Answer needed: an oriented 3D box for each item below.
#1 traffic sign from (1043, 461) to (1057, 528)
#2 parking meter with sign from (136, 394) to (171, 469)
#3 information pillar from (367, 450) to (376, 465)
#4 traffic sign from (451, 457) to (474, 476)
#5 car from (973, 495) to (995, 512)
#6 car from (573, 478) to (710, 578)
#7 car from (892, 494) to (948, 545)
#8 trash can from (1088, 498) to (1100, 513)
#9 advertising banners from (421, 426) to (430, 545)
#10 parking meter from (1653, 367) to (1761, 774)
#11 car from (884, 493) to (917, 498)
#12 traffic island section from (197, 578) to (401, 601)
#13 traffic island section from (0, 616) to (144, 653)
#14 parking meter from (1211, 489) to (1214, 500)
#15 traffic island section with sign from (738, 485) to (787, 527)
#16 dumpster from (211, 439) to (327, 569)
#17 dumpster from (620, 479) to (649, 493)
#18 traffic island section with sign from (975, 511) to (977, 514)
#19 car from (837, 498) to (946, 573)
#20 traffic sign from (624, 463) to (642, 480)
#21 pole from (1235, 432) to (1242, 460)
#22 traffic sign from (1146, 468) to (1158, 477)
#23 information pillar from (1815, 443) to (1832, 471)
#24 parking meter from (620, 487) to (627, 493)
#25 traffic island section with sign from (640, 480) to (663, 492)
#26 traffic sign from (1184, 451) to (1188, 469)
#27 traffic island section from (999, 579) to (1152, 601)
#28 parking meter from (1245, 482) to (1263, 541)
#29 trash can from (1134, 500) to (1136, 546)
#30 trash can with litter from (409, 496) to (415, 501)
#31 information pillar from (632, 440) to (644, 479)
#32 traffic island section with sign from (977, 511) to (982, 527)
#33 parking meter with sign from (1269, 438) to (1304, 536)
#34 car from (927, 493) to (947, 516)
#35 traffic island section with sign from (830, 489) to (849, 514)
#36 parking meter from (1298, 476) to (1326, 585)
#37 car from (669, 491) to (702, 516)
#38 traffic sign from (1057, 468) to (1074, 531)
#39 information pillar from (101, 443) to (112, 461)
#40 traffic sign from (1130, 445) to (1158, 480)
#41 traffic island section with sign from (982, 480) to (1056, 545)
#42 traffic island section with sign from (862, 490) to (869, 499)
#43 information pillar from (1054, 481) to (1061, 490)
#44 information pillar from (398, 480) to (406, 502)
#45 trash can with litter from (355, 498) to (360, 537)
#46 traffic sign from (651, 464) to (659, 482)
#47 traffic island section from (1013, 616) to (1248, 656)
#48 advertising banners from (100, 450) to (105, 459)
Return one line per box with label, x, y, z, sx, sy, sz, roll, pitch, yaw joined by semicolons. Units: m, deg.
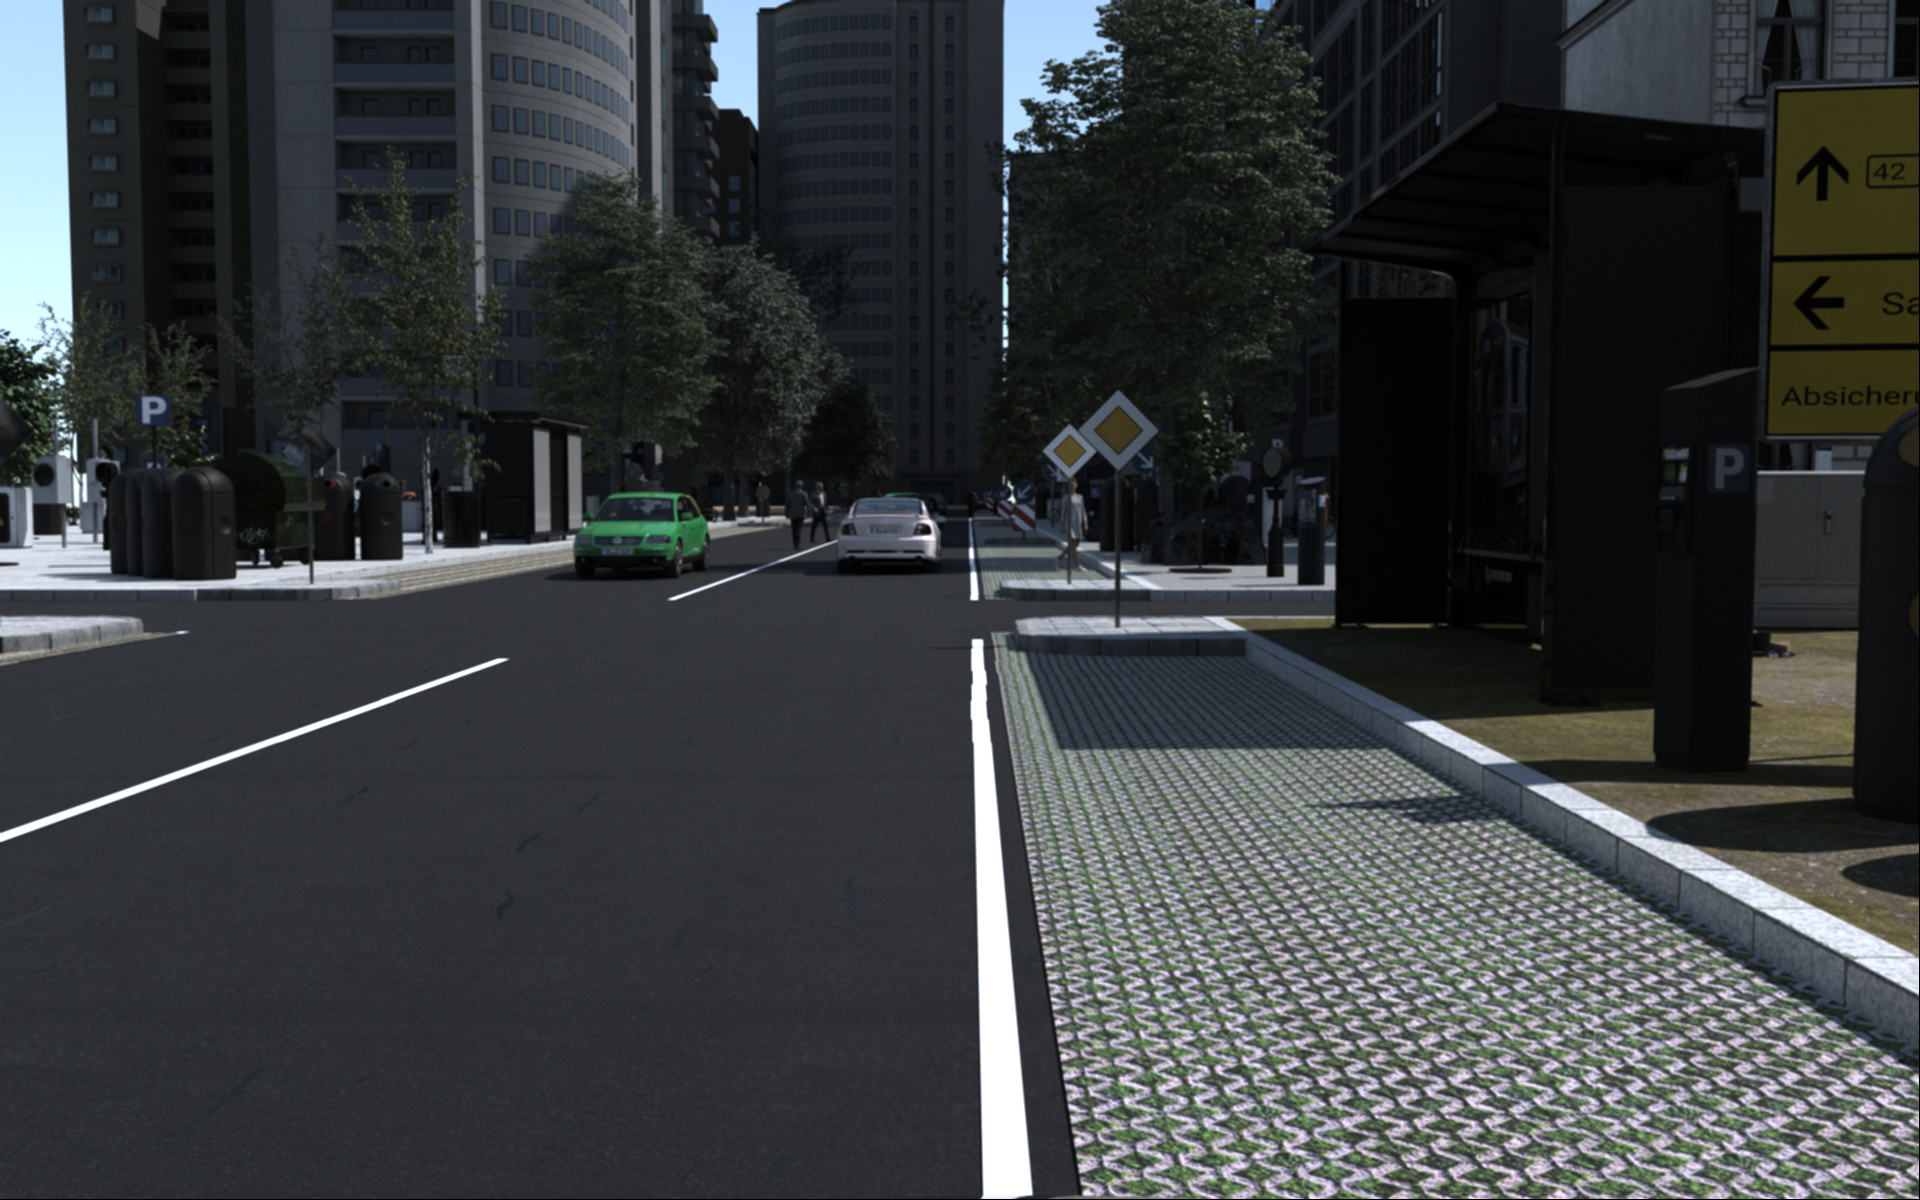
traffic sign;3.518;-4.000;65.510;0.768;2.556;0.104;1;4;10
parking meter with sign;-14.484;-2.137;31.194;0.543;3.016;1.738;-2;4;-24
information pillar;-31.029;-6.121;91.425;0.504;3.616;0.183;1;4;17
traffic sign;-14.618;-3.127;51.128;0.884;2.594;0.081;1;4;9
car;1.886;-7.594;136.738;1.945;1.354;3.894;0;4;-1
car;-5.635;-1.356;30.975;1.959;1.807;4.718;0;4;1
car;-1.346;-2.452;49.878;2.009;1.686;4.222;0;4;-1
trash can;4.831;-3.047;61.465;0.748;1.137;0.748;0;3;0
advertising banners;-13.600;-2.932;44.118;0.090;3.025;2.074;-1;4;-12
parking meter;3.457;-0.143;8.046;0.399;1.863;0.255;-1;4;-16
car;-1.982;-3.210;61.280;1.959;1.807;4.718;0;4;0
traffic island section;-9.267;-0.148;24.703;2.009;0.180;2.903;0;4;0
traffic island section;-9.307;0.340;16.718;2.009;0.180;2.903;0;4;0
parking meter;12.879;-4.939;89.158;0.372;1.533;0.369;0;3;0
traffic island section with sign;-8.674;-4.145;76.405;1.989;1.847;2.006;0;4;0
dumpster;-12.244;-1.712;30.483;1.502;2.255;1.985;0;4;0
dumpster;-12.474;-3.770;67.392;1.264;1.857;1.865;0;4;0
traffic island section with sign;2.093;-7.203;126.397;1.989;1.847;2.006;0;4;0
car;-1.309;-1.258;32.938;2.083;1.381;4.827;0;4;0
traffic sign;-13.211;-4.275;69.997;0.768;2.556;0.104;1;4;8
pole;9.076;-3.835;56.540;0.158;3.312;0.155;0;3;0
traffic sign;6.426;-3.539;57.974;0.768;2.556;0.104;0;4;4
information pillar;16.484;-2.552;33.088;0.504;3.616;0.183;-3;4;-37
parking meter;-12.514;-3.412;64.204;0.372;1.533;0.369;0;3;0
traffic island section with sign;-8.820;-2.488;49.304;1.989;1.847;2.006;0;4;0
traffic sign;5.998;-2.770;45.394;0.768;2.556;0.104;0;4;7
traffic island section;1.574;-0.145;24.644;2.009;0.180;2.903;0;4;0
parking meter;6.020;-1.658;35.515;0.372;1.533;0.369;0;3;0
trash can;4.531;-1.921;43.068;0.748;1.137;0.748;0;3;0
trash can with litter;-22.174;-3.601;69.931;1.678;1.210;2.233;-2;4;-26
information pillar;-13.430;-4.958;72.426;0.504;3.616;0.183;0;4;-6
traffic island section with sign;1.844;-4.144;76.381;1.989;1.847;2.006;0;4;0
parking meter with sign;10.247;-3.498;53.454;0.543;3.016;1.738;-2;4;-25
car;-1.833;-6.524;115.460;1.959;1.807;4.718;0;4;-2
traffic island section with sign;-8.425;-7.207;126.459;1.989;1.847;2.006;0;4;0
parking meter;4.965;-0.981;24.449;0.372;1.533;0.369;0;3;0
car;-6.743;-1.753;38.893;2.015;1.641;3.980;0;4;0
traffic sign;3.612;-3.502;59.395;0.606;2.300;0.079;1;4;10
information pillar;-39.544;-5.441;80.310;0.183;3.616;0.504;2;4;32
traffic sign;4.796;-2.745;44.987;0.768;2.556;0.104;0;4;4
traffic island section with sign;1.703;-2.495;49.426;1.989;1.847;2.006;0;4;0
traffic island section with sign;-8.295;-8.862;153.527;1.989;1.847;2.006;0;4;0
information pillar;5.393;-5.549;95.214;0.304;2.012;0.304;-3;5;-40
information pillar;-30.075;-5.438;93.411;0.304;2.012;0.304;0;4;6
trash can with litter;-17.789;-2.424;51.024;0.624;1.170;1.055;1;4;20
traffic sign;-12.601;-4.446;72.794;0.768;2.556;0.104;0;4;5
traffic island section;1.534;0.344;16.659;2.009;0.180;2.903;0;4;0
advertising banners;-33.596;-4.425;68.539;2.074;3.025;0.090;3;5;43
